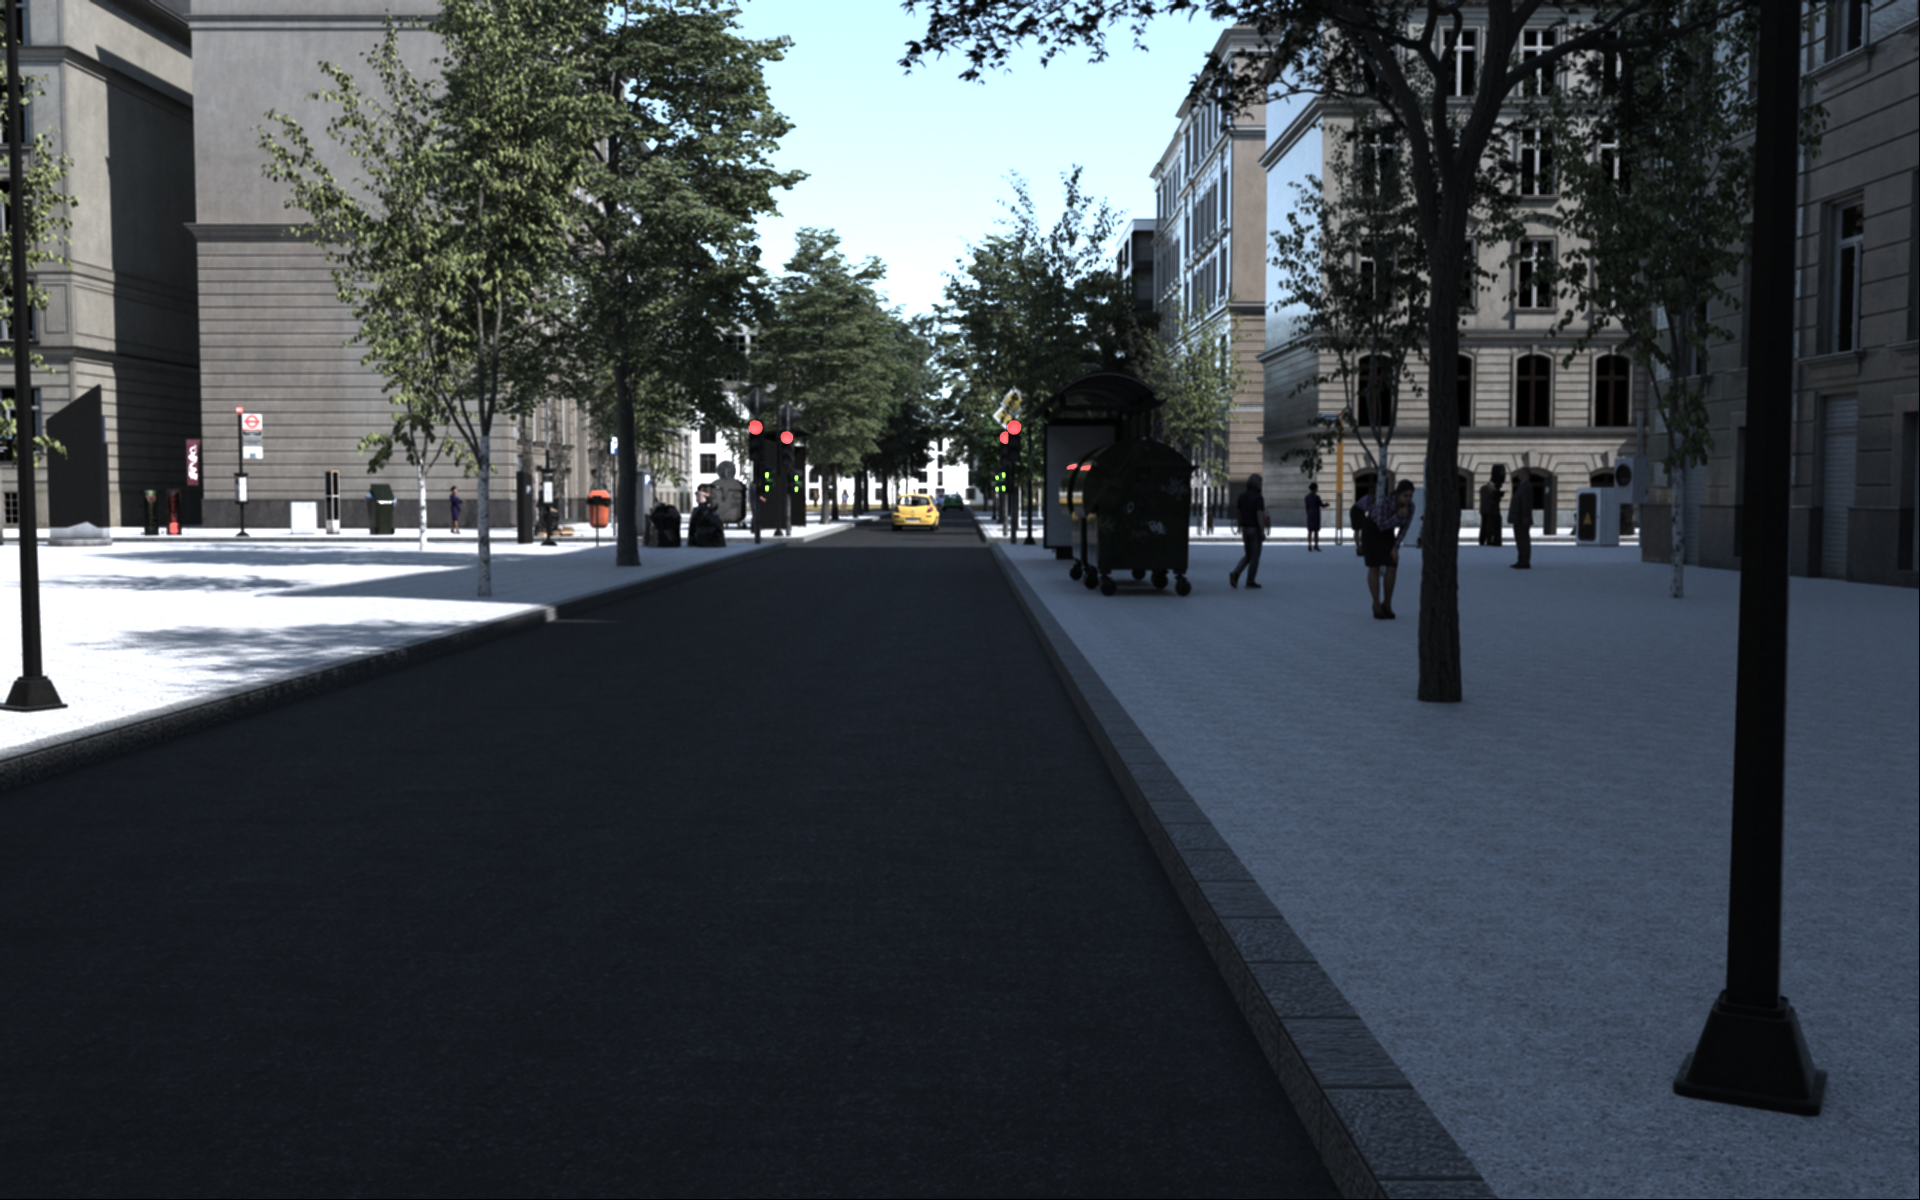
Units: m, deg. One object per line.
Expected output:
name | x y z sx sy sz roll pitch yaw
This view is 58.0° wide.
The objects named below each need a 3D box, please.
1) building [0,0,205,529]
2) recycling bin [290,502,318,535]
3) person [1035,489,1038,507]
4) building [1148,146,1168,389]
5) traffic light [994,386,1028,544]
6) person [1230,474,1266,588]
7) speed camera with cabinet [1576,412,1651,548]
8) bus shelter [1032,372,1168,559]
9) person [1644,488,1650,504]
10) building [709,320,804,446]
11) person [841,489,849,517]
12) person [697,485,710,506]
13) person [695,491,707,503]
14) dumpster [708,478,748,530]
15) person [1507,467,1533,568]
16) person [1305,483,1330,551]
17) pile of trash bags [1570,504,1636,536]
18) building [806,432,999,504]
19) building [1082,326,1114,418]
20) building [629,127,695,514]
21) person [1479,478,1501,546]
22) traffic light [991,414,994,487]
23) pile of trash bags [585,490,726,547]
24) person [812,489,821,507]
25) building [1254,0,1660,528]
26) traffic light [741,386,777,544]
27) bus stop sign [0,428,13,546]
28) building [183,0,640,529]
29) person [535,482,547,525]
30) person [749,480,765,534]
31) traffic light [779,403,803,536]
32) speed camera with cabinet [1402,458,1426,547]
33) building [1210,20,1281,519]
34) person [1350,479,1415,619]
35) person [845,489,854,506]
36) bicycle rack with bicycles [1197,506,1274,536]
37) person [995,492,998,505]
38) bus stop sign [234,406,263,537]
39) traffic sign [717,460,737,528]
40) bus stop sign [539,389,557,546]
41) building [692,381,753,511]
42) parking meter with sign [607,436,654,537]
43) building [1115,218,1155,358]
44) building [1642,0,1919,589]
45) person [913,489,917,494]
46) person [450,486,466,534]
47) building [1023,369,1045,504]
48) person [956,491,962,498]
building | -46.706 -14.502 70.394 30.059 22.955 16.112 0 3 0
recycling bin | -20.716 -2.577 54.690 0.722 1.027 0.722 -1 4 -14
person | 7.788 -10.129 172.184 0.617 1.759 0.750 -2 4 -23
building | 20.394 -20.257 117.098 13.634 28.700 20.117 0 3 0
traffic light | 1.362 -3.383 44.556 0.839 4.213 0.868 0 3 0
person | 3.901 -0.936 23.563 0.471 1.553 0.569 0 4 4
speed camera with cabinet | 15.915 -2.928 42.214 0.660 3.252 2.038 -1 4 -19
bus shelter | 2.429 -2.298 31.495 2.014 3.302 5.546 0 3 0
person | 15.955 -1.865 39.763 0.421 1.427 0.697 -1 4 -9
building | -33.112 -19.470 184.786 31.486 18.905 16.747 0 3 0
person | -6.567 -5.535 98.605 0.516 1.574 0.319 -3 5 -43
person | -10.561 -3.910 71.428 0.566 1.644 0.517 -1 4 -9
person | -12.973 -4.727 86.565 0.697 1.427 0.421 2 4 31
dumpster | -8.356 -3.459 62.320 1.264 1.857 1.865 0 3 0
person | 9.694 -1.429 29.958 0.434 1.755 0.990 1 4 11
person | 7.991 -1.862 38.851 0.453 1.535 0.546 2 4 30
pile of trash bags | 19.759 -2.671 53.420 1.912 1.369 3.447 2 4 29
building | -7.550 -17.449 227.443 28.070 9.664 9.099 0 3 0
building | 21.539 -18.995 177.028 16.747 18.905 31.486 0 3 0
building | -25.516 -16.544 103.781 16.112 22.955 30.059 0 3 0
person | 13.238 -2.233 43.233 0.565 1.739 0.600 2 4 30
traffic light | 1.362 -3.871 52.541 0.839 4.213 0.868 0 3 0
pile of trash bags | -7.418 -1.994 42.350 3.447 1.369 1.912 0 4 -3
person | -13.842 -9.795 166.290 0.705 1.812 1.348 2 4 32
building | 30.343 -15.330 69.728 34.723 24.649 14.460 0 3 0
traffic light | -5.199 -3.382 44.541 0.839 4.213 0.868 0 3 0
bus stop sign | -24.130 -3.298 42.943 0.837 3.901 0.837 2 4 24
building | -22.275 -17.013 75.427 12.463 27.353 25.104 0 3 0
person | -14.386 -3.232 59.682 0.445 1.727 0.742 0 4 -7
person | -6.565 -3.039 56.181 0.568 1.767 0.683 -2 4 -33
traffic light | -5.199 -3.870 52.526 0.839 4.213 0.868 0 3 0
speed camera with cabinet | 11.620 -2.971 42.910 0.660 3.252 2.038 3 4 36
building | 19.803 -19.018 96.851 13.634 28.700 20.117 0 3 0
person | 4.390 -0.514 17.677 0.421 1.427 0.697 -1 4 -21
person | -11.930 -10.748 181.798 0.705 1.821 1.348 -2 4 -29
bicycle rack with bicycles | 8.466 -2.481 53.945 2.852 0.926 2.925 0 4 7
person | 4.536 -12.186 208.442 0.721 1.736 1.217 2 4 35
bus stop sign | -21.599 -3.906 52.572 0.855 3.939 0.416 -3 5 -41
traffic sign | -8.813 -3.991 65.364 0.768 2.556 0.104 0 4 5
bus stop sign | -10.213 -3.317 42.941 0.416 3.939 0.855 -1 4 -16
building | -21.054 -12.247 142.387 9.099 9.664 28.070 0 3 0
parking meter with sign | -9.699 -3.418 52.139 1.738 3.016 0.543 1 4 20
building | 26.722 -18.408 144.938 27.936 21.610 32.646 0 3 0
building | 18.605 -13.624 20.021 12.463 27.353 25.104 0 3 0
person | -2.553 -5.319 96.175 0.576 1.737 0.504 2 4 27
person | -16.120 -2.891 55.683 0.546 1.535 0.453 0 4 -8
building | 22.228 -22.329 231.534 31.486 18.905 16.747 0 3 0
person | -0.320 -10.720 183.859 1.348 1.812 0.705 -2 4 -31
